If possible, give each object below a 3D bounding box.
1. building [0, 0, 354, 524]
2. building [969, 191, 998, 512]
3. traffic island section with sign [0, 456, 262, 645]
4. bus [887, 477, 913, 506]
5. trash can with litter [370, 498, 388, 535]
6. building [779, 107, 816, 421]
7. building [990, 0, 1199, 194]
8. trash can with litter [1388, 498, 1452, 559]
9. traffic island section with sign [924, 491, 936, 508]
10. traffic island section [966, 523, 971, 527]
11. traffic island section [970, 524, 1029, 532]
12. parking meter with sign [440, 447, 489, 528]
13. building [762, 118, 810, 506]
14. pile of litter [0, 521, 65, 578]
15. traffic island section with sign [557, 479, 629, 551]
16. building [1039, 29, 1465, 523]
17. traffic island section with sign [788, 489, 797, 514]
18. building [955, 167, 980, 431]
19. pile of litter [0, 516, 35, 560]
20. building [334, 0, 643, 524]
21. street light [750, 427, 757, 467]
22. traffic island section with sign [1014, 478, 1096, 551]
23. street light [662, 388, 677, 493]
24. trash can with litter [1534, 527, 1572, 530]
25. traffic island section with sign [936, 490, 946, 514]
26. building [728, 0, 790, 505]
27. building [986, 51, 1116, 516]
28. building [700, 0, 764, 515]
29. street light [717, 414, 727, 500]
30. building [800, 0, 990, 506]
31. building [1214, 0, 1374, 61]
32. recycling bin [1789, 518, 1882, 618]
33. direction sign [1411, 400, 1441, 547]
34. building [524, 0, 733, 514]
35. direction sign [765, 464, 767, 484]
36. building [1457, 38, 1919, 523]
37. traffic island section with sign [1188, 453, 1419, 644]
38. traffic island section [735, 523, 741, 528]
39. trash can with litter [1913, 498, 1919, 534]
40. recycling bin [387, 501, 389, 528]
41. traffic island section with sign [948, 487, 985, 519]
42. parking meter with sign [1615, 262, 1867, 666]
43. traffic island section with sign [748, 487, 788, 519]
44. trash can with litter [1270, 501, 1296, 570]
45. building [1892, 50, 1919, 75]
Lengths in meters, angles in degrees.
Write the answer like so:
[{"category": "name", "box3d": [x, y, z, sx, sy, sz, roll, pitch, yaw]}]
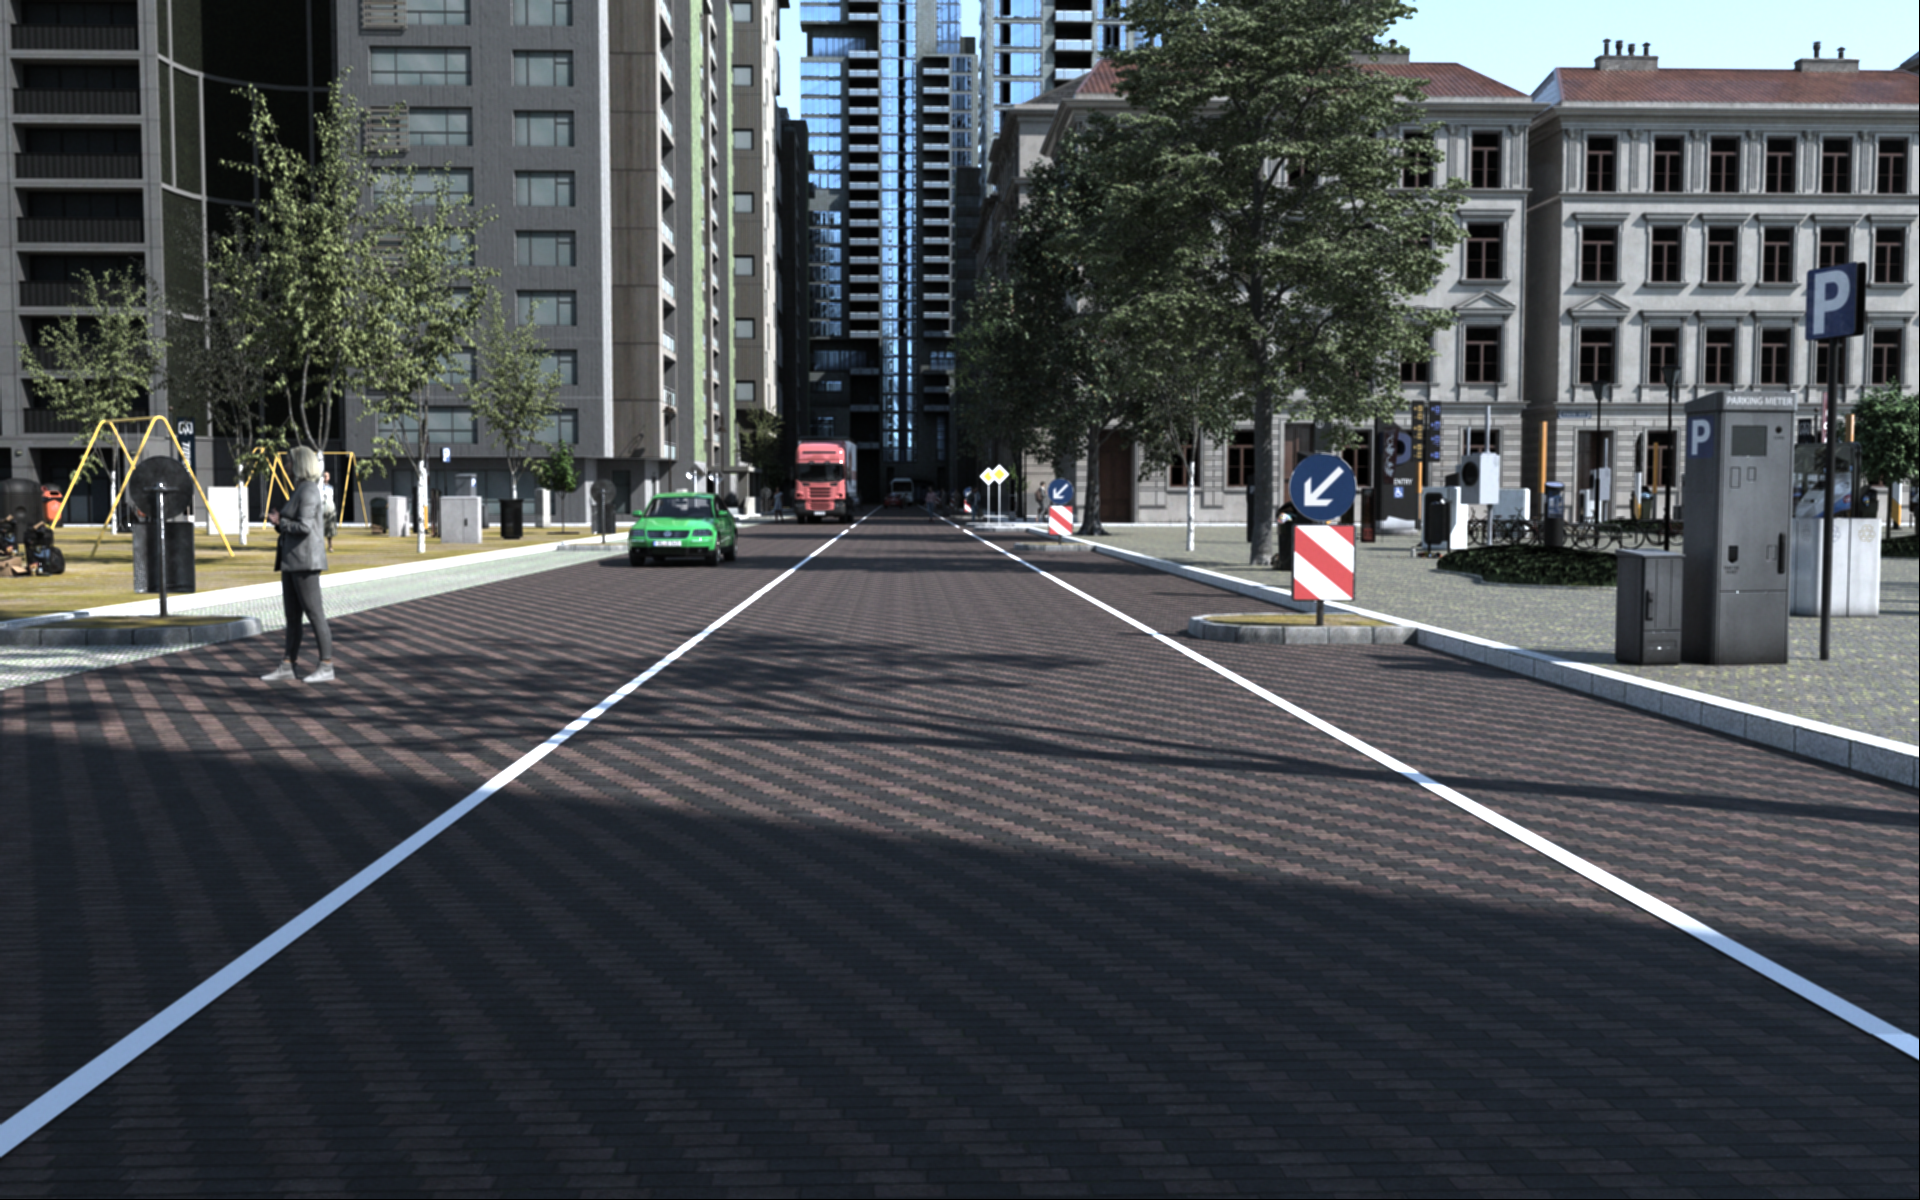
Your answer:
[{"category": "building", "box3d": [-39.129, -39.288, 80.607, 20.611, 71.187, 20.563, 0, 4, -2]}, {"category": "building", "box3d": [7.461, -20.776, 136.945, 12.463, 27.353, 25.104, 0, 4, -2]}, {"category": "traffic island section with sign", "box3d": [-8.149, -0.527, 17.248, 1.989, 1.847, 2.006, 0, 4, -2]}, {"category": "bus", "box3d": [-7.264, -13.244, 211.391, 2.948, 3.499, 13.247, 0, 4, -4]}, {"category": "trash can with litter", "box3d": [-18.526, -2.687, 55.326, 0.624, 1.170, 1.055, -1, 4, -16]}, {"category": "building", "box3d": [-33.257, -36.304, 213.172, 30.456, 49.044, 23.786, 0, 4, -2]}, {"category": "building", "box3d": [20.664, -56.980, 244.290, 31.000, 86.520, 22.319, 0, 4, -2]}, {"category": "trash can with litter", "box3d": [9.764, -1.429, 34.418, 1.678, 1.210, 2.233, -2, 4, -34]}, {"category": "traffic island section with sign", "box3d": [-2.420, -10.375, 178.258, 1.989, 1.847, 2.006, 0, 4, -2]}, {"category": "traffic island section", "box3d": [1.283, -3.249, 75.401, 2.009, 0.180, 2.903, 0, 4, -2]}, {"category": "traffic island section", "box3d": [1.570, -2.761, 67.421, 2.009, 0.180, 2.903, 0, 4, -2]}, {"category": "parking meter with sign", "box3d": [-18.501, -4.193, 64.824, 1.738, 3.016, 0.543, 1, 4, 14]}, {"category": "building", "box3d": [-23.334, -30.585, 183.661, 14.154, 41.232, 14.086, 0, 4, -2]}, {"category": "pile of litter", "box3d": [-14.770, -0.813, 27.253, 1.176, 0.858, 1.719, 0, 4, 5]}, {"category": "traffic island section with sign", "box3d": [-9.118, -2.175, 44.186, 1.989, 1.847, 2.006, 0, 4, -2]}, {"category": "building", "box3d": [14.693, -14.936, 80.354, 21.152, 22.565, 11.583, 0, 4, -2]}, {"category": "traffic island section with sign", "box3d": [-12.109, -7.238, 126.972, 1.989, 1.847, 2.006, 0, 4, -2]}, {"category": "building", "box3d": [6.323, -32.771, 219.402, 14.154, 41.232, 14.086, 0, 4, -2]}, {"category": "pile of litter", "box3d": [-19.966, -1.334, 35.774, 1.176, 0.858, 1.719, -1, 4, -21]}, {"category": "building", "box3d": [-19.698, -24.253, 80.124, 14.154, 41.232, 14.086, 0, 4, -2]}, {"category": "street light", "box3d": [-14.238, -9.006, 120.039, 0.468, 5.910, 1.993, 0, 4, -2]}, {"category": "traffic island section with sign", "box3d": [2.401, -2.190, 44.429, 1.989, 1.847, 2.006, 0, 4, -2]}, {"category": "street light", "box3d": [-12.599, -6.263, 75.191, 0.468, 5.910, 1.993, 0, 4, -2]}, {"category": "trash can with litter", "box3d": [20.695, -3.110, 61.898, 1.678, 1.210, 2.233, -3, 5, -43]}, {"category": "traffic island section with sign", "box3d": [-0.572, -7.255, 127.254, 1.989, 1.847, 2.006, 0, 4, -2]}, {"category": "building", "box3d": [-30.874, -35.048, 162.274, 28.713, 52.752, 27.495, 0, 4, -2]}, {"category": "building", "box3d": [9.175, -19.895, 112.670, 14.401, 28.519, 23.554, 0, 4, -2]}, {"category": "building", "box3d": [-29.368, -25.630, 110.939, 32.217, 40.220, 23.993, 0, 4, -2]}, {"category": "street light", "box3d": [-13.393, -7.635, 97.616, 0.468, 5.910, 1.993, 0, 4, -2]}, {"category": "building", "box3d": [-10.292, -56.871, 242.516, 31.000, 86.520, 22.319, 0, 4, -2]}, {"category": "building", "box3d": [47.250, -49.276, 243.910, 20.611, 71.187, 20.563, 0, 4, -2]}, {"category": "recycling bin", "box3d": [9.203, -0.353, 18.327, 0.722, 1.027, 0.722, 0, 4, -2]}, {"category": "direction sign", "box3d": [11.318, -3.065, 42.117, 0.876, 3.537, 0.379, -2, 4, -26]}, {"category": "building", "box3d": [-25.671, -27.795, 138.047, 14.154, 41.232, 14.086, 0, 4, -2]}, {"category": "direction sign", "box3d": [-14.543, -8.430, 129.825, 0.379, 3.537, 0.876, 0, 3, 0]}, {"category": "building", "box3d": [36.107, -15.025, 81.811, 21.152, 22.565, 11.583, 0, 4, -2]}, {"category": "traffic island section with sign", "box3d": [3.370, -0.542, 17.491, 1.989, 1.847, 2.006, 0, 4, -2]}, {"category": "traffic island section", "box3d": [-10.551, -3.223, 74.982, 2.009, 0.180, 2.903, 0, 4, -2]}, {"category": "trash can with litter", "box3d": [28.929, -2.451, 51.459, 1.055, 1.170, 0.624, 3, 5, 43]}, {"category": "recycling bin", "box3d": [-21.362, -3.239, 65.512, 0.722, 1.027, 0.722, 3, 4, 37]}, {"category": "traffic island section with sign", "box3d": [0.406, -5.588, 99.984, 1.989, 1.847, 2.006, 0, 4, -2]}, {"category": "parking meter with sign", "box3d": [5.886, -1.033, 13.147, 1.738, 3.016, 0.543, -1, 4, -12]}, {"category": "traffic island section with sign", "box3d": [-11.110, -5.566, 99.636, 1.989, 1.847, 2.006, 0, 4, -2]}, {"category": "trash can with litter", "box3d": [5.483, -1.089, 29.189, 0.624, 1.170, 1.055, -1, 4, -9]}, {"category": "building", "box3d": [59.243, -17.406, 81.859, 25.104, 27.353, 12.463, 0, 4, -2]}]
